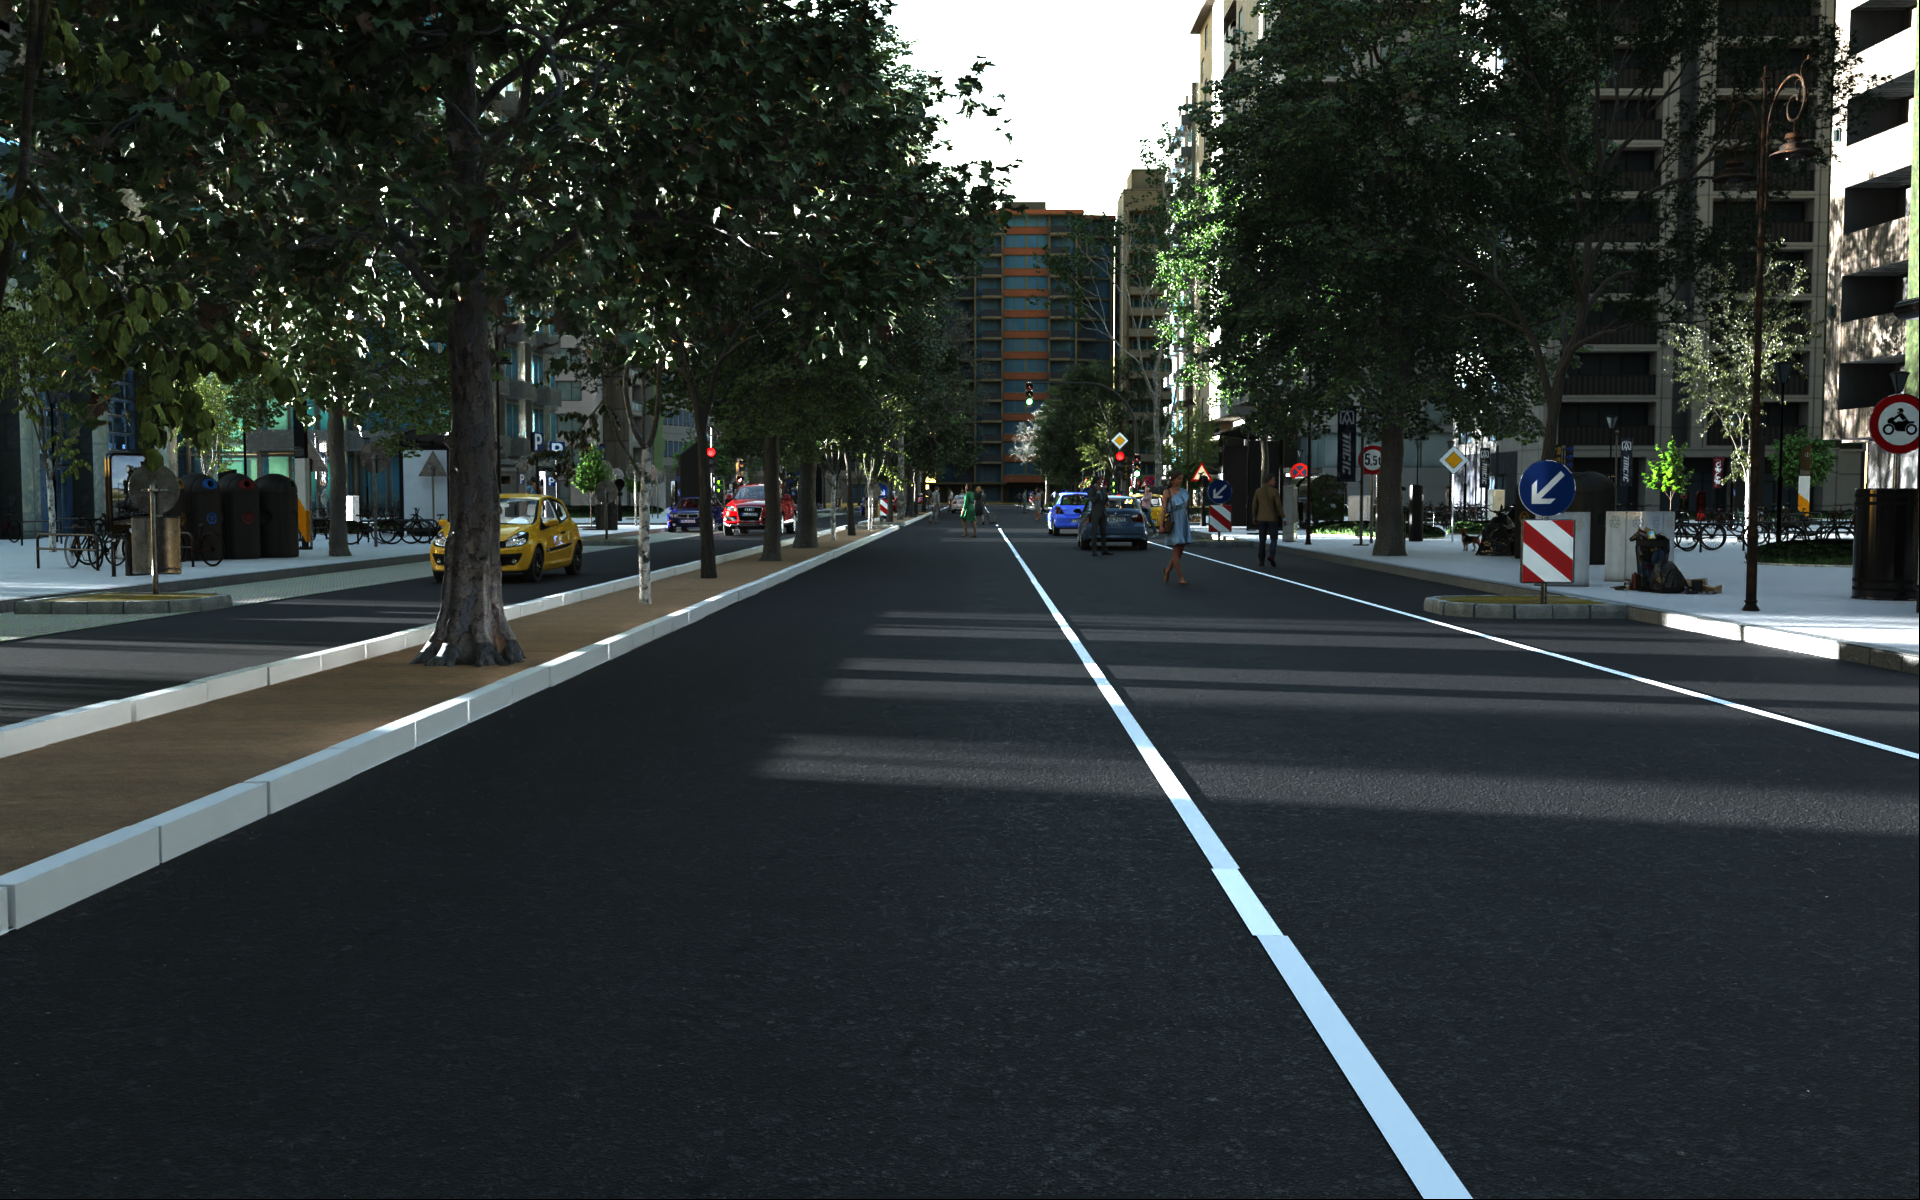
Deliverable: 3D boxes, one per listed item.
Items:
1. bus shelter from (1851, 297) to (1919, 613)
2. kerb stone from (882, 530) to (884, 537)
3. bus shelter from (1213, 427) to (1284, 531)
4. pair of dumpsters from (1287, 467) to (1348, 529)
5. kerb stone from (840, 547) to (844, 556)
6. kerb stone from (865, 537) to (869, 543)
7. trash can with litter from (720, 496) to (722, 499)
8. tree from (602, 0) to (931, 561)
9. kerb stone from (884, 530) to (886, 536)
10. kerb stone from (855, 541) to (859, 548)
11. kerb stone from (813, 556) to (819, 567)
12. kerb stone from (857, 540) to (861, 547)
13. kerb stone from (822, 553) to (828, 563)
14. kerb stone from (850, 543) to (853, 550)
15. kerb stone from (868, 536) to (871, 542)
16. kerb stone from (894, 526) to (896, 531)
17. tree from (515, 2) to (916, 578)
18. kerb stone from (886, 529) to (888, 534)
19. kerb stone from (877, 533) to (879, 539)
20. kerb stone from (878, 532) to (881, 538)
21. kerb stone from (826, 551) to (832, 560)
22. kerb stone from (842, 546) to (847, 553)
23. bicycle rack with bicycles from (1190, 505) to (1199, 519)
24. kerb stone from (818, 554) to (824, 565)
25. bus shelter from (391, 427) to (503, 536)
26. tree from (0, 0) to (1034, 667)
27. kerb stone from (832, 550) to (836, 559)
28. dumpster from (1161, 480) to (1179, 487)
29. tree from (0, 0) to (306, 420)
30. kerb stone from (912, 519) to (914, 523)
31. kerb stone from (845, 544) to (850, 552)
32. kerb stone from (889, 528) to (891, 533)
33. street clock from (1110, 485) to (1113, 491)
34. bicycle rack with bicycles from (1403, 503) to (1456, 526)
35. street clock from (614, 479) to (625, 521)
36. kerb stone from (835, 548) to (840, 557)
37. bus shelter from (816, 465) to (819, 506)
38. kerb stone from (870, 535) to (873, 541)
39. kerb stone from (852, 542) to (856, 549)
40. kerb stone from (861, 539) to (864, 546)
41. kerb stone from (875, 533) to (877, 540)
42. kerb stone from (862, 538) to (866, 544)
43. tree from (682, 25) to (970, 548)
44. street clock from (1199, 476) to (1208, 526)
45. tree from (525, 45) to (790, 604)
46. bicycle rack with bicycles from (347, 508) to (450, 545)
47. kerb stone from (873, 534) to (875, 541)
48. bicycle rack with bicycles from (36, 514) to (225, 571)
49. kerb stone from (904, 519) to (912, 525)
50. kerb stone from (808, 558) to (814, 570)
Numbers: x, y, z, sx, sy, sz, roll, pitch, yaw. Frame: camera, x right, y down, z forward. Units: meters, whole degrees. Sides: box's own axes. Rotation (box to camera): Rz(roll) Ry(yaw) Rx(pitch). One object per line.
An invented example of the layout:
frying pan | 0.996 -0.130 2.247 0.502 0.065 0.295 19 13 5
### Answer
bus shelter | 11.127 -2.415 17.114 2.179 5.291 8.768 0 4 0
kerb stone | -2.682 -2.154 57.419 0.120 0.150 1.000 0 4 1
bus shelter | 10.592 -4.429 63.695 1.731 3.624 6.357 0 4 1
pair of dumpsters | 13.144 -3.753 63.849 1.574 2.255 4.437 0 4 1
kerb stone | -2.844 -1.088 39.980 0.120 0.150 1.000 0 4 1
kerb stone | -2.759 -1.644 49.217 0.120 0.150 1.000 0 4 1
trash can with litter | -15.576 -6.157 111.728 2.233 1.210 1.678 0 4 5
tree | -4.106 -7.116 36.934 7.486 12.596 7.792 0 3 0
kerb stone | -2.675 -2.215 58.441 0.120 0.150 1.000 0 4 1
kerb stone | -2.797 -1.401 45.101 0.120 0.150 1.000 0 4 1
kerb stone | -2.908 -0.711 33.843 0.120 0.150 1.000 0 4 1
kerb stone | -2.794 -1.461 46.135 0.120 0.150 1.000 0 4 1
kerb stone | -2.886 -0.837 35.887 0.120 0.150 1.000 0 4 1
kerb stone | -2.820 -1.276 43.052 0.120 0.150 1.000 0 4 1
kerb stone | -2.754 -1.715 50.241 0.120 0.150 1.000 0 4 1
kerb stone | -2.606 -2.651 65.606 0.120 0.150 1.000 0 4 1
tree | -4.229 -5.657 29.366 8.767 10.594 7.601 0 4 1
kerb stone | -2.656 -2.277 59.471 0.120 0.150 1.000 0 4 1
kerb stone | -2.711 -1.966 54.346 0.120 0.150 1.000 0 4 1
kerb stone | -2.701 -2.029 55.368 0.120 0.150 1.000 0 4 1
kerb stone | -2.880 -0.900 36.909 0.120 0.150 1.000 0 4 1
kerb stone | -2.837 -1.148 41.007 0.120 0.150 1.000 0 4 1
bicycle rack with bicycles | 10.036 -4.210 82.218 2.925 0.926 2.852 0 4 1
kerb stone | -2.900 -0.775 34.865 0.120 0.150 1.000 0 4 1
bus shelter | -16.250 -3.740 55.080 2.014 3.302 5.546 0 4 0
tree | -4.140 -5.812 14.499 9.611 12.733 9.660 0 3 0
kerb stone | -2.877 -0.962 37.931 0.120 0.150 1.000 0 4 1
dumpster | 14.102 -7.068 118.055 1.502 2.255 1.985 0 4 0
tree | -4.171 -3.289 6.602 4.737 8.622 4.395 0 3 0
kerb stone | -2.443 -3.756 83.601 0.120 0.150 1.000 0 4 1
kerb stone | -2.831 -1.210 42.030 0.120 0.150 1.000 0 4 1
kerb stone | -2.642 -2.405 61.515 0.120 0.150 1.000 0 4 1
street clock | 11.490 -7.783 131.821 0.358 2.002 0.471 0 4 5
bicycle rack with bicycles | 18.539 -3.416 69.230 2.925 0.926 2.852 0 4 -5
street clock | -16.096 -4.729 81.897 0.471 2.002 0.358 -2 4 -23
kerb stone | -2.851 -1.025 38.955 0.120 0.150 1.000 0 4 1
bus shelter | -12.243 -9.050 139.248 1.731 3.624 6.357 0 4 1
kerb stone | -2.741 -1.777 51.263 0.120 0.150 1.000 0 4 1
kerb stone | -2.819 -1.338 44.078 0.120 0.150 1.000 0 4 1
kerb stone | -2.780 -1.527 47.156 0.120 0.150 1.000 0 4 1
kerb stone | -2.716 -1.904 53.323 0.120 0.150 1.000 0 4 1
kerb stone | -2.773 -1.590 48.186 0.120 0.150 1.000 0 4 1
tree | -4.101 -8.351 45.646 9.857 13.997 8.962 0 3 0
street clock | 9.704 -3.945 69.069 0.358 2.002 0.471 -1 4 -14
tree | -4.085 -4.254 22.369 4.360 8.622 3.978 0 3 0
bicycle rack with bicycles | -14.477 -1.939 45.089 2.925 0.926 2.852 -1 4 -9
kerb stone | -2.735 -1.838 52.296 0.120 0.150 1.000 0 4 1
bicycle rack with bicycles | -14.776 -1.039 30.372 2.925 0.926 2.852 2 4 33
kerb stone | -2.458 -3.631 81.554 0.120 0.150 1.000 0 4 1
kerb stone | -2.916 -0.650 32.821 0.120 0.150 1.000 0 4 1
